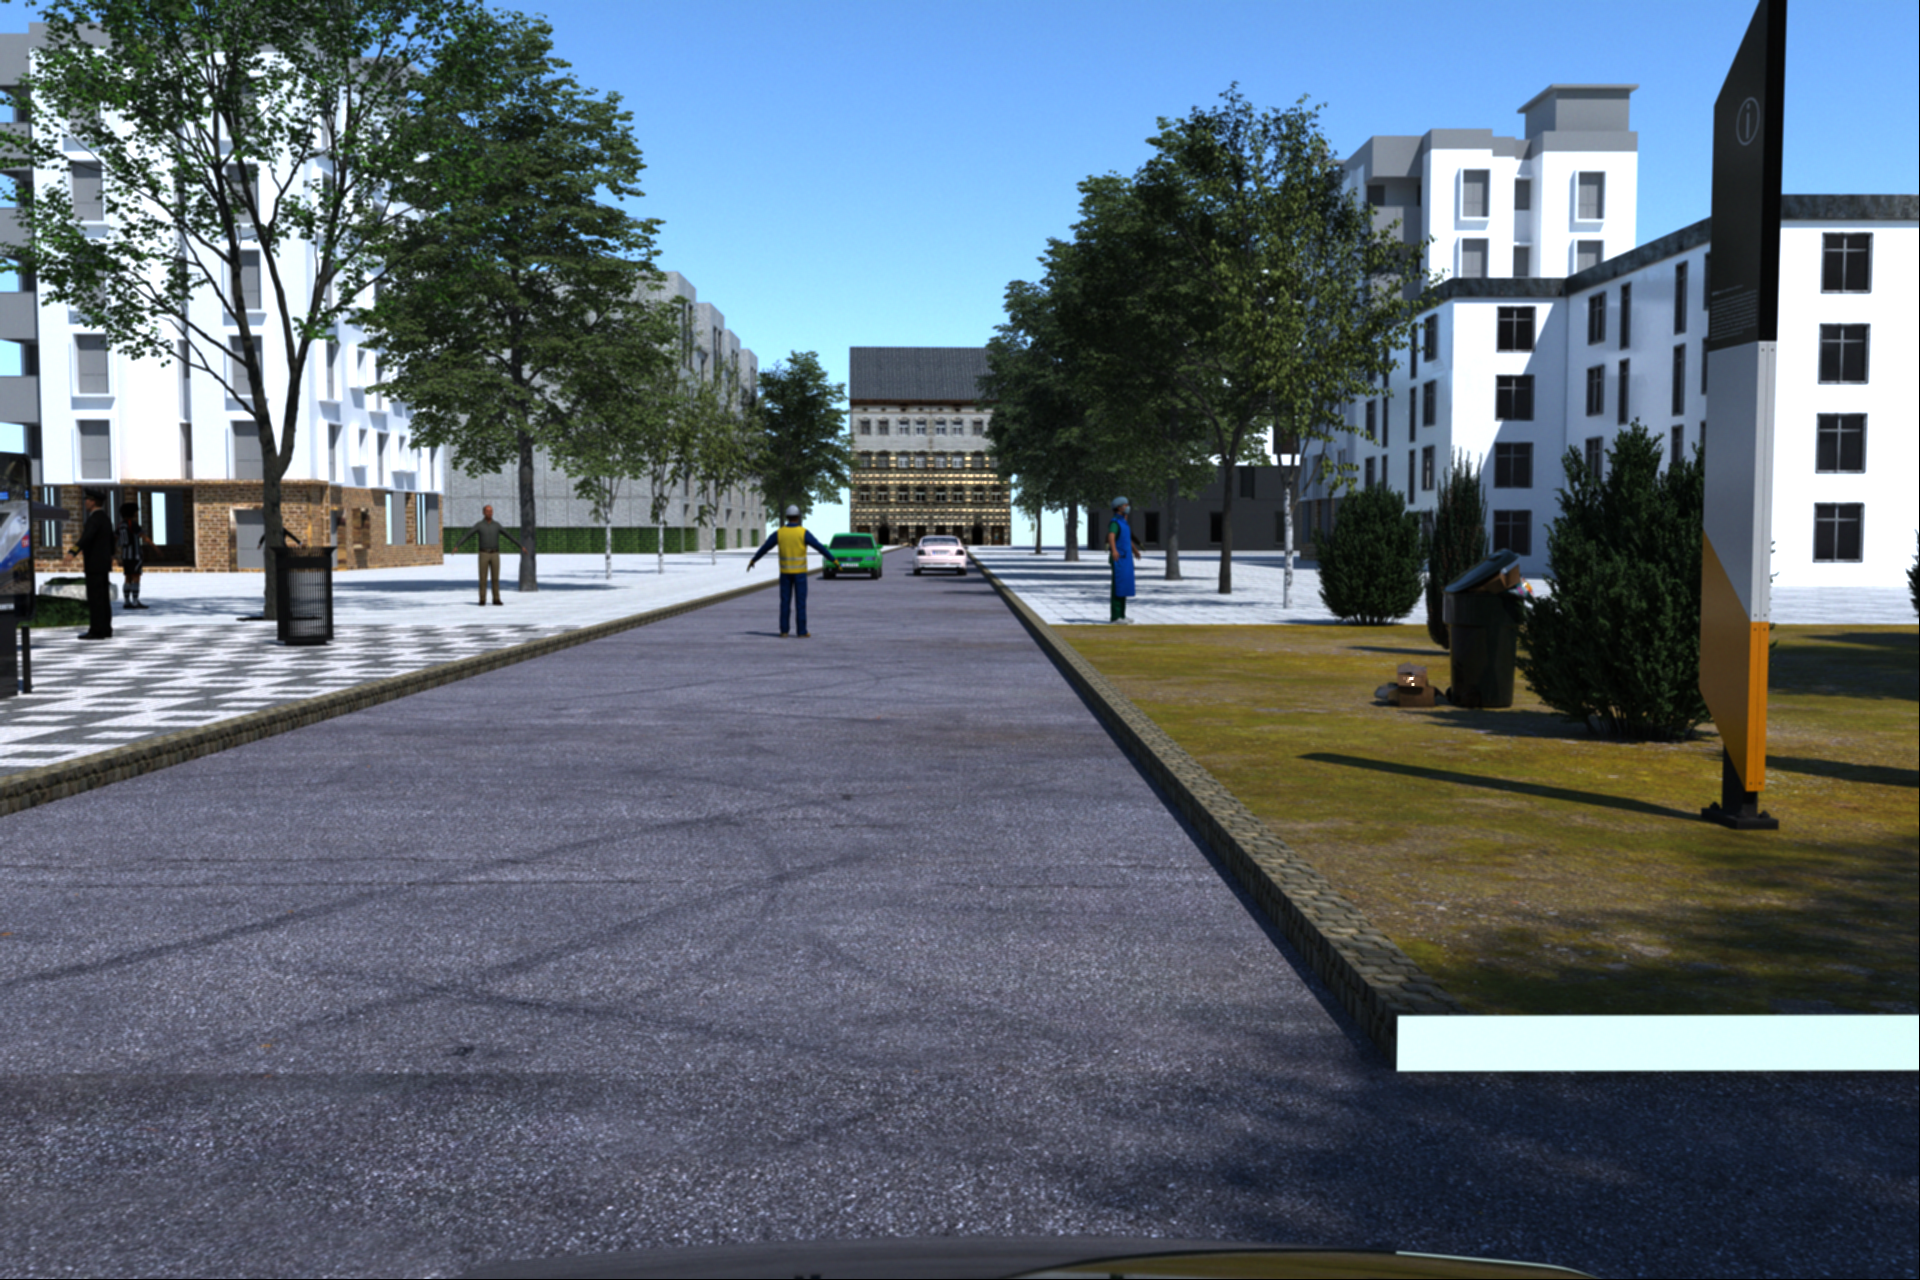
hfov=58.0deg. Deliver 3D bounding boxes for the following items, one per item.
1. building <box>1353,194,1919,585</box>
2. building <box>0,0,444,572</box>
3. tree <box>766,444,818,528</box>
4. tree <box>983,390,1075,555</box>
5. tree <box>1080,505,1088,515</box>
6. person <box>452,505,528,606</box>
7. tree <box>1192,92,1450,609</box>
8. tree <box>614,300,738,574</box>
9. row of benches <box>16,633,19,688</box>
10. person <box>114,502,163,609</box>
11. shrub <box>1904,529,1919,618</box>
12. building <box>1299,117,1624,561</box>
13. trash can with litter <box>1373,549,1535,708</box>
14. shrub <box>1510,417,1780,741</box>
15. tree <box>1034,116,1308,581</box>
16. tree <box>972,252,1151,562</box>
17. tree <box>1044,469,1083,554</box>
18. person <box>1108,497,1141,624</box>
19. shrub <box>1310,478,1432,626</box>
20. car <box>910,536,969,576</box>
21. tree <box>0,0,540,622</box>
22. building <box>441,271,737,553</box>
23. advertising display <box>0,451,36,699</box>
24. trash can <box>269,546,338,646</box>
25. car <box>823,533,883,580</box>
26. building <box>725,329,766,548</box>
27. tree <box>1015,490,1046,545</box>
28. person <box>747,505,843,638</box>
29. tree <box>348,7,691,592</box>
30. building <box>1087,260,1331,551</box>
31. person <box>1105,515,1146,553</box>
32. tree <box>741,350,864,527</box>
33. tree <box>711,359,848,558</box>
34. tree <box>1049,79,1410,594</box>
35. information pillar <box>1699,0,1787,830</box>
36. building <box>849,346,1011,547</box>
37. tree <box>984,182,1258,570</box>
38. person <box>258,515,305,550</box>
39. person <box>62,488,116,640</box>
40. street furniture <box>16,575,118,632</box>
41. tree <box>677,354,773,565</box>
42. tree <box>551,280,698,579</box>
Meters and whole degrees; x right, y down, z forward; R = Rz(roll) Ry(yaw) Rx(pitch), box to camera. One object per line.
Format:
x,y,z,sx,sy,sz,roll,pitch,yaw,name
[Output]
20.600,-7.024,56.997,9.099,9.664,28.070,0,3,0,building
-26.511,-12.416,59.426,16.016,20.090,11.380,0,4,-1,building
-19.795,-17.114,197.945,7.486,12.596,7.792,0,3,0,tree
4.929,-11.073,106.804,9.928,11.665,9.643,0,3,0,tree
17.158,-16.170,198.793,7.601,10.594,8.767,0,4,2,tree
-8.465,-1.521,31.141,1.348,1.796,0.705,-2,4,-27,person
5.751,-4.832,29.370,4.737,8.622,4.395,0,3,0,tree
-9.419,-6.436,55.591,4.737,8.622,4.395,0,3,0,tree
-9.753,0.046,14.712,4.104,0.672,1.422,1,4,18,row of benches
-14.166,-1.439,29.678,1.345,1.843,0.704,2,4,31,person
12.323,-1.011,20.945,1.690,2.028,1.600,0,3,0,shrub
22.062,-13.988,85.116,16.016,20.090,11.380,0,4,-1,building
3.664,-0.090,12.856,1.055,1.170,0.624,0,4,-2,trash can with litter
4.328,-0.402,10.985,1.690,2.028,1.600,0,3,0,shrub
5.915,-7.893,47.180,7.486,12.596,7.792,0,3,0,tree
5.239,-10.611,80.149,9.857,13.997,8.962,0,3,0,tree
6.023,-8.857,95.173,4.360,8.622,3.978,0,3,0,tree
2.322,-1.141,24.785,0.704,1.817,1.347,1,4,20,person
5.821,-1.247,24.422,1.661,2.075,1.752,0,3,0,shrub
-0.721,-2.971,60.934,2.083,1.381,4.827,0,4,-2,car
-10.154,-6.107,25.607,9.928,11.665,9.643,0,3,0,tree
-27.394,-16.268,132.445,16.747,18.905,31.486,0,4,0,building
-7.509,-0.505,13.474,0.123,1.923,0.974,0,4,0,advertising display
-7.548,-0.507,19.948,0.748,1.137,0.748,0,3,0,trash can
-3.444,-2.875,55.805,1.959,1.807,4.718,0,4,-1,car
-28.437,-18.267,165.118,16.747,18.905,31.486,0,4,-1,building
8.359,-15.327,200.957,4.737,8.622,4.395,0,3,0,tree
-2.310,-0.954,24.031,1.349,1.833,0.705,0,4,6,person
-10.074,-7.362,38.493,7.486,12.596,7.792,0,3,0,tree
24.486,-18.432,145.345,27.936,21.610,32.646,0,3,0,building
3.452,-1.872,36.746,0.704,1.812,1.346,3,5,42,person
-9.810,-11.539,106.792,7.486,12.596,7.792,0,3,0,tree
-9.857,-9.720,93.340,8.767,10.594,7.601,1,4,20,tree
5.534,-6.258,36.725,8.767,10.594,7.601,2,4,26,tree
3.450,-0.997,7.648,0.183,3.616,0.504,0,4,-2,information pillar
-3.798,-22.562,202.274,18.063,23.208,19.493,0,4,-3,building
5.843,-9.493,61.871,9.857,13.997,8.962,0,3,0,tree
-15.840,-2.060,40.406,1.216,1.740,0.721,1,4,11,person
-10.595,-0.934,21.207,0.705,1.837,1.347,0,4,-5,person
-16.952,-0.508,23.939,10.072,0.657,5.734,-1,4,-10,street furniture
-10.061,-7.426,71.778,4.737,8.622,4.395,0,3,0,tree
-10.145,-6.017,48.735,4.360,8.622,3.978,0,3,0,tree
